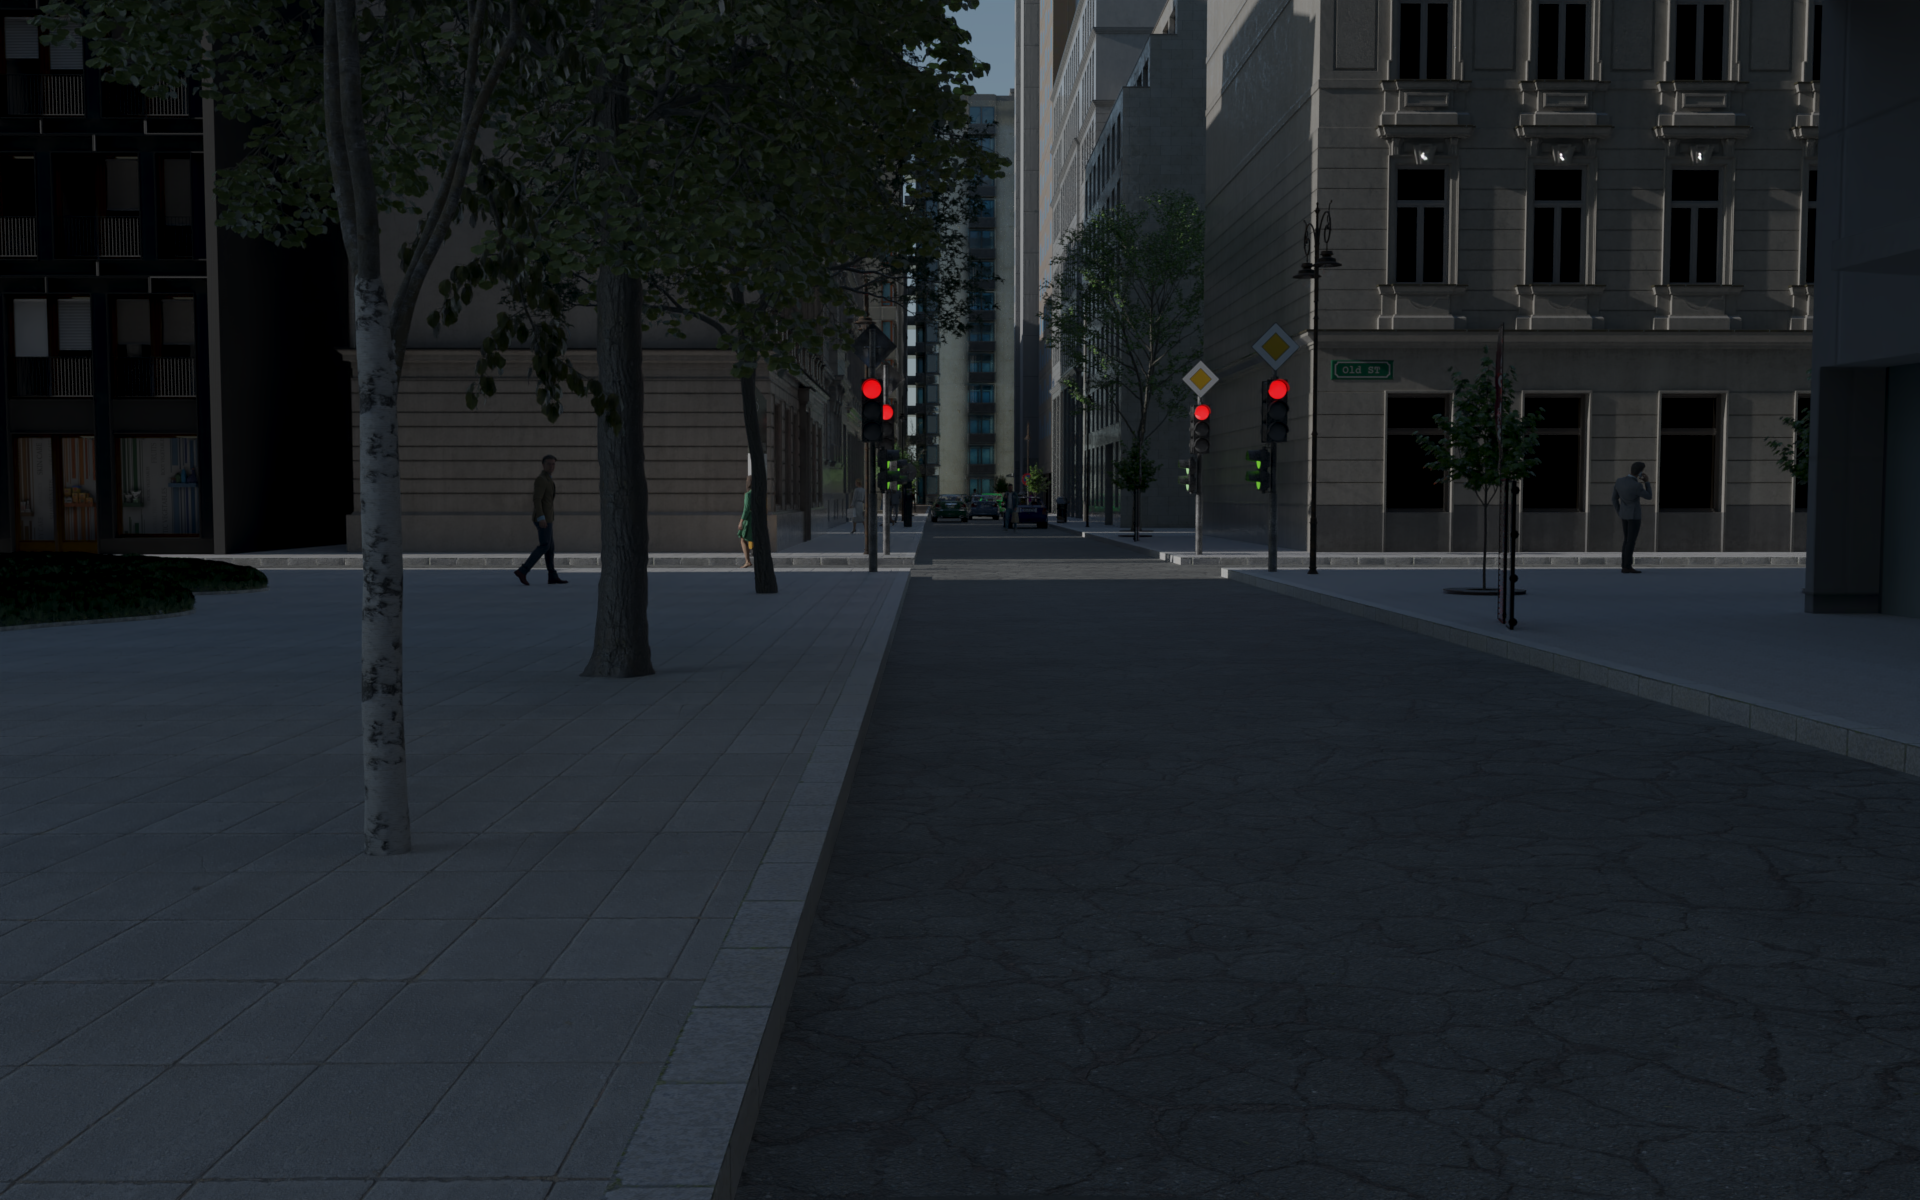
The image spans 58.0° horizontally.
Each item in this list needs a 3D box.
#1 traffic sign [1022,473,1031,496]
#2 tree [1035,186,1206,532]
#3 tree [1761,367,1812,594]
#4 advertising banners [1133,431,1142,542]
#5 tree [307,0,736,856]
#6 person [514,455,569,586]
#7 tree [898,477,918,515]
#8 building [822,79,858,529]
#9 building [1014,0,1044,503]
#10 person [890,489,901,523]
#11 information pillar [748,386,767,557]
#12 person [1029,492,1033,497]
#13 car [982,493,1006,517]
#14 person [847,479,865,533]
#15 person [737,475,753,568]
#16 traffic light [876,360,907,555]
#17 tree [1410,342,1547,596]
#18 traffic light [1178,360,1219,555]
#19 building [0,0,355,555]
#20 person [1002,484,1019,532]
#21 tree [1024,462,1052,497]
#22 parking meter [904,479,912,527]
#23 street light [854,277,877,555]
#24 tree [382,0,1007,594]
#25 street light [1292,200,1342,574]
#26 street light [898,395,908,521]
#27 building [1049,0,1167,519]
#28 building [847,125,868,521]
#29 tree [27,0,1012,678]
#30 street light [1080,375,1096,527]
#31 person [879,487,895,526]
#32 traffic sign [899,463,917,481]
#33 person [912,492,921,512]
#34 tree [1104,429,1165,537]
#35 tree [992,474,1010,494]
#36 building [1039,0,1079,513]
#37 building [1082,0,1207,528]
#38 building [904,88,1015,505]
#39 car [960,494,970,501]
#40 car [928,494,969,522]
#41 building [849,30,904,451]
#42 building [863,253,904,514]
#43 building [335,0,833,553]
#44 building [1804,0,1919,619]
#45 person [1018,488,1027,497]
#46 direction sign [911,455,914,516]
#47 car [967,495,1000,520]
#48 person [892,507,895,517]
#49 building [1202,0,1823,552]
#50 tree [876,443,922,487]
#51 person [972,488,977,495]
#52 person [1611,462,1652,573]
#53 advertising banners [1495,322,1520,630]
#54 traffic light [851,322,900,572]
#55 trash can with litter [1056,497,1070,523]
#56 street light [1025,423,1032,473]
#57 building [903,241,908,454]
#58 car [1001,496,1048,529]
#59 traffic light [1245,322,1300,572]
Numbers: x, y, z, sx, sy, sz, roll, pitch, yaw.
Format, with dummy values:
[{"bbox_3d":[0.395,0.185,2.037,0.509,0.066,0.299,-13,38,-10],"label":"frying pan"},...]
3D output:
[{"bbox_3d":[4.135,-6.429,105.218,0.768,2.556,0.104,0,4,2],"label":"traffic sign"},{"bbox_3d":[6.143,-8.117,58.474,9.928,11.665,9.643,0,3,0],"label":"tree"},{"bbox_3d":[11.472,-1.693,22.289,1.663,3.219,1.824,0,3,0],"label":"tree"},{"bbox_3d":[4.882,-3.138,47.487,0.090,3.025,2.074,1,4,11],"label":"advertising banners"},{"bbox_3d":[-1.818,-3.402,5.987,4.360,8.622,3.978,0,3,0],"label":"tree"},{"bbox_3d":[-5.898,-1.132,24.466,0.836,1.842,0.656,-3,4,-37],"label":"person"},{"bbox_3d":[-3.027,-6.746,104.905,1.663,3.219,1.824,0,3,0],"label":"tree"},{"bbox_3d":[-11.110,-17.137,67.583,14.401,28.519,23.554,0,4,-1],"label":"building"},{"bbox_3d":[14.924,-36.630,140.903,21.231,58.520,28.212,0,4,-1],"label":"building"},{"bbox_3d":[-2.936,-4.314,76.778,0.606,1.804,0.583,-2,4,-28],"label":"person"},{"bbox_3d":[-4.157,-2.699,35.485,0.183,3.616,0.504,3,4,37],"label":"information pillar"},{"bbox_3d":[4.752,-6.680,118.487,0.599,1.433,0.991,-1,4,-21],"label":"person"},{"bbox_3d":[1.988,-6.124,108.917,1.959,1.807,4.718,0,4,0],"label":"car"},{"bbox_3d":[-3.298,-3.061,56.445,0.694,1.780,0.624,-2,4,-34],"label":"person"},{"bbox_3d":[-3.905,-1.464,32.687,0.529,1.795,0.600,1,4,23],"label":"person"},{"bbox_3d":[-1.531,-2.903,36.387,0.839,4.253,0.868,0,4,-1],"label":"traffic light"},{"bbox_3d":[6.631,-1.692,22.261,1.663,3.219,1.824,0,3,0],"label":"tree"},{"bbox_3d":[5.030,-2.910,36.500,0.839,4.253,0.868,0,4,-1],"label":"traffic light"},{"bbox_3d":[-23.516,-12.980,41.894,15.834,23.373,12.332,0,4,-1],"label":"building"},{"bbox_3d":[1.942,-3.447,64.850,0.794,1.824,0.713,2,4,33],"label":"person"},{"bbox_3d":[4.666,-6.666,103.585,1.663,3.219,1.824,0,3,0],"label":"tree"},{"bbox_3d":[-2.029,-3.768,67.325,0.255,1.863,0.399,-1,4,-18],"label":"parking meter"},{"bbox_3d":[-1.969,-3.904,36.624,0.468,5.910,1.993,0,4,-1],"label":"street light"},{"bbox_3d":[-2.832,-5.371,22.236,7.601,10.594,8.767,1,4,16],"label":"tree"},{"bbox_3d":[5.657,-3.352,27.590,0.468,5.910,1.993,0,4,-1],"label":"street light"},{"bbox_3d":[-2.693,-6.639,81.337,0.468,5.910,1.993,0,4,-1],"label":"street light"},{"bbox_3d":[11.535,-19.513,96.534,11.434,29.767,29.804,0,4,-1],"label":"building"},{"bbox_3d":[-10.441,-15.531,90.088,11.583,22.565,21.152,0,4,-1],"label":"building"},{"bbox_3d":[-2.584,-5.761,12.326,7.486,12.596,7.792,0,3,0],"label":"tree"},{"bbox_3d":[4.949,-5.767,67.082,0.468,5.910,1.993,0,4,-1],"label":"street light"},{"bbox_3d":[-2.899,-3.863,69.302,0.778,1.811,0.616,2,4,33],"label":"person"},{"bbox_3d":[-2.149,-4.333,70.949,0.768,2.556,0.104,0,4,0],"label":"traffic sign"},{"bbox_3d":[-3.261,-7.021,121.358,1.217,1.766,0.721,0,4,-5],"label":"person"},{"bbox_3d":[5.241,-3.510,51.983,1.663,3.219,1.824,0,3,0],"label":"tree"},{"bbox_3d":[3.962,-10.415,164.894,1.663,3.219,1.824,0,3,0],"label":"tree"},{"bbox_3d":[12.788,-28.698,119.329,14.600,45.320,14.200,0,4,-1],"label":"building"},{"bbox_3d":[11.135,-13.371,73.371,10.420,20.320,16.860,0,4,-1],"label":"building"},{"bbox_3d":[8.676,-35.947,207.339,30.456,49.044,23.786,0,4,-1],"label":"building"},{"bbox_3d":[0.015,-8.382,148.851,2.131,1.459,4.920,0,4,-3],"label":"car"},{"bbox_3d":[-0.549,-4.739,89.287,2.131,1.459,4.920,0,4,-2],"label":"car"},{"bbox_3d":[-15.767,-32.234,150.723,21.300,48.544,21.600,0,4,-1],"label":"building"},{"bbox_3d":[-18.189,-17.203,126.307,27.650,21.520,28.899,0,4,-1],"label":"building"},{"bbox_3d":[-8.873,-11.125,46.522,10.561,19.102,19.286,0,4,-1],"label":"building"},{"bbox_3d":[20.402,-25.435,5.097,28.713,52.752,27.495,0,4,-1],"label":"building"},{"bbox_3d":[4.427,-6.993,121.102,1.217,1.736,0.721,-1,4,-19],"label":"person"},{"bbox_3d":[-2.783,-6.571,99.433,0.379,3.537,0.876,0,4,1],"label":"direction sign"},{"bbox_3d":[1.267,-5.199,97.010,2.014,1.417,4.499,0,4,-2],"label":"car"},{"bbox_3d":[-3.635,-5.329,97.453,0.394,1.301,0.425,3,5,44],"label":"person"},{"bbox_3d":[29.065,-16.448,45.344,44.131,29.872,17.030,0,4,-1],"label":"building"},{"bbox_3d":[-4.147,-7.732,110.136,4.285,4.588,4.351,0,3,0],"label":"tree"},{"bbox_3d":[1.068,-6.885,121.064,0.705,1.824,1.348,-2,4,-26],"label":"person"},{"bbox_3d":[10.886,-1.336,28.074,0.473,1.802,0.592,-1,4,-10],"label":"person"},{"bbox_3d":[5.415,-1.284,17.185,0.090,3.025,2.074,1,4,13],"label":"advertising banners"},{"bbox_3d":[-1.412,-2.415,28.403,0.839,4.253,0.868,0,4,-1],"label":"traffic light"},{"bbox_3d":[4.550,-3.992,76.655,0.624,1.170,1.055,0,4,6],"label":"trash can with litter"},{"bbox_3d":[4.364,-8.456,111.044,0.468,5.910,1.993,0,4,-1],"label":"street light"},{"bbox_3d":[-12.343,-24.931,179.325,14.107,30.474,14.160,0,4,-1],"label":"building"},{"bbox_3d":[2.740,-3.705,73.157,1.945,1.354,3.894,0,4,-2],"label":"car"},{"bbox_3d":[5.148,-2.422,28.516,0.839,4.253,0.868,0,4,-1],"label":"traffic light"}]
